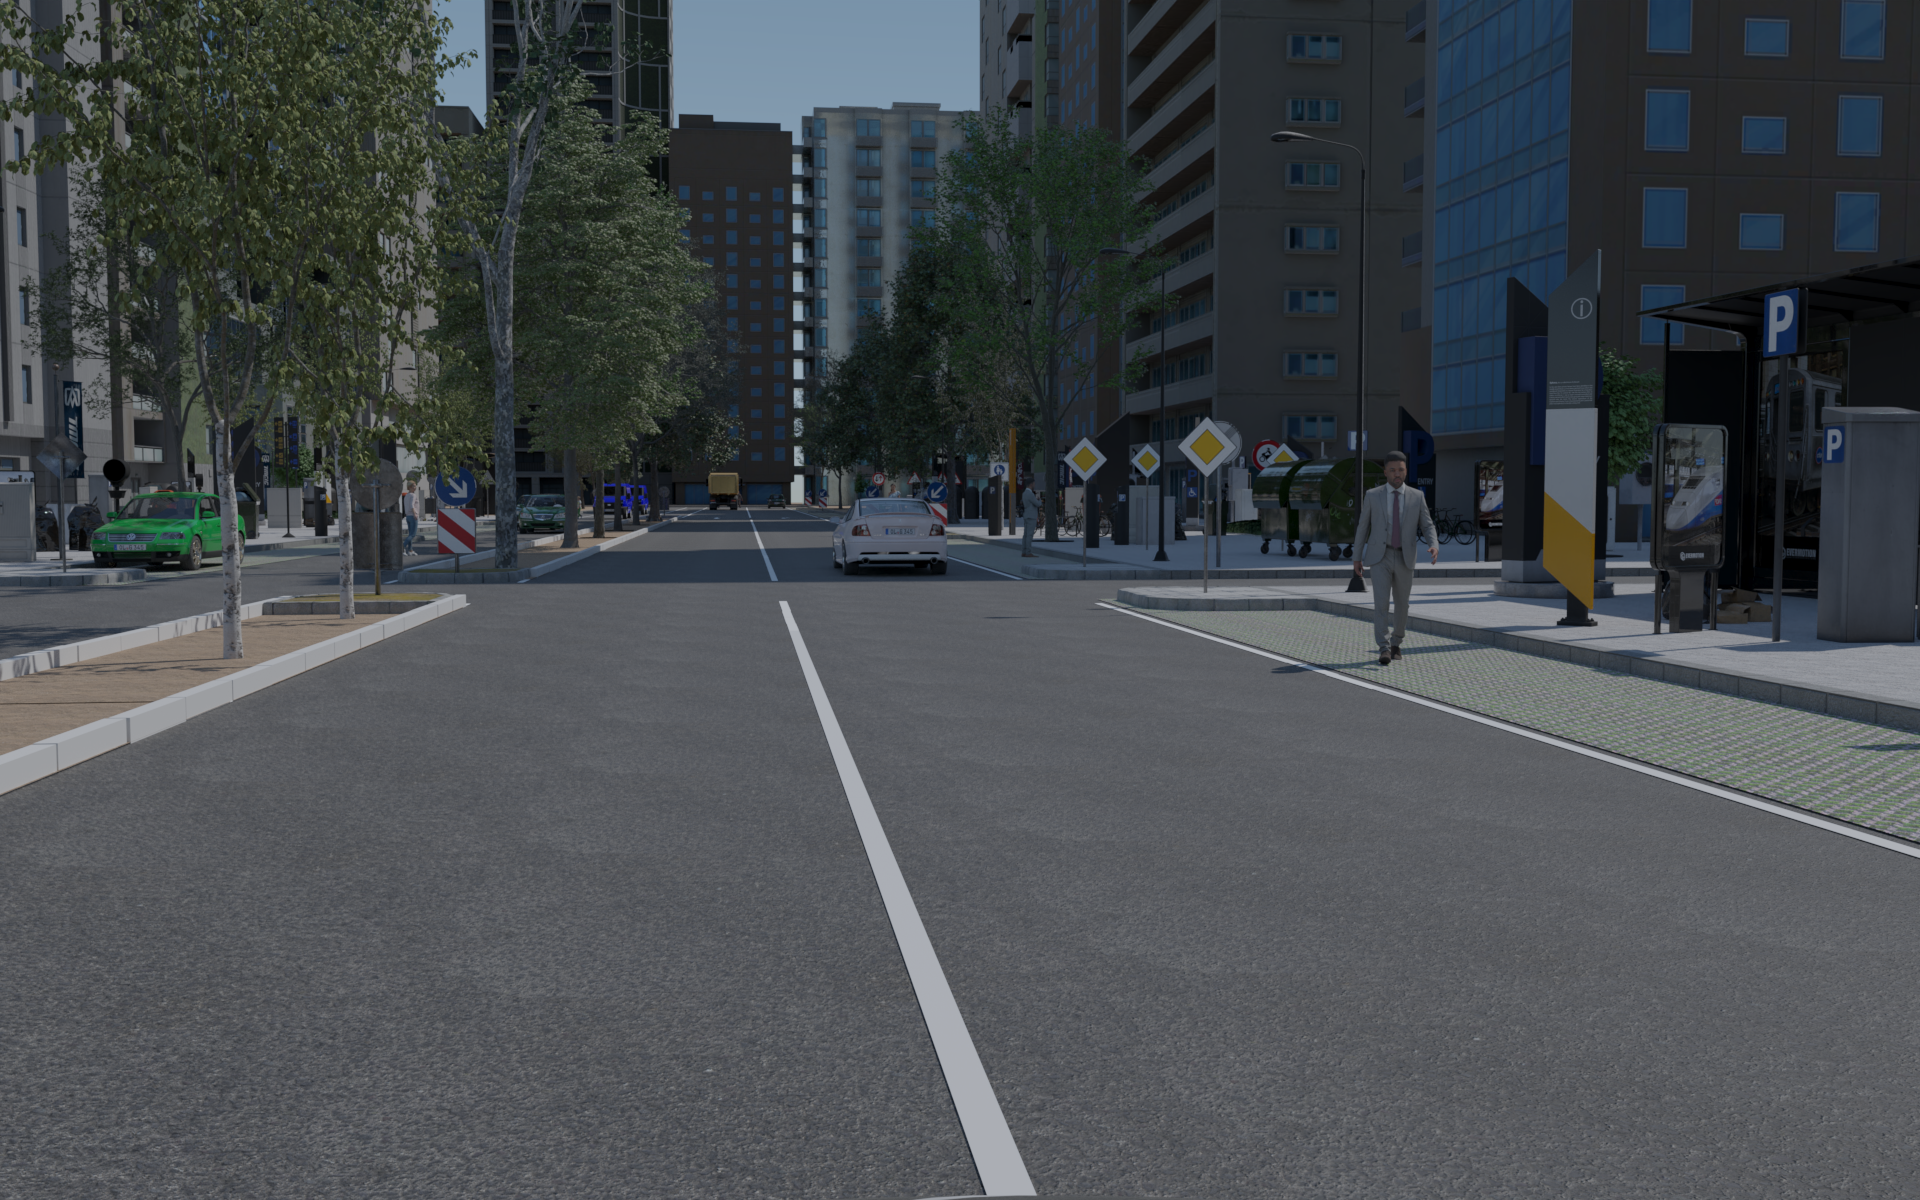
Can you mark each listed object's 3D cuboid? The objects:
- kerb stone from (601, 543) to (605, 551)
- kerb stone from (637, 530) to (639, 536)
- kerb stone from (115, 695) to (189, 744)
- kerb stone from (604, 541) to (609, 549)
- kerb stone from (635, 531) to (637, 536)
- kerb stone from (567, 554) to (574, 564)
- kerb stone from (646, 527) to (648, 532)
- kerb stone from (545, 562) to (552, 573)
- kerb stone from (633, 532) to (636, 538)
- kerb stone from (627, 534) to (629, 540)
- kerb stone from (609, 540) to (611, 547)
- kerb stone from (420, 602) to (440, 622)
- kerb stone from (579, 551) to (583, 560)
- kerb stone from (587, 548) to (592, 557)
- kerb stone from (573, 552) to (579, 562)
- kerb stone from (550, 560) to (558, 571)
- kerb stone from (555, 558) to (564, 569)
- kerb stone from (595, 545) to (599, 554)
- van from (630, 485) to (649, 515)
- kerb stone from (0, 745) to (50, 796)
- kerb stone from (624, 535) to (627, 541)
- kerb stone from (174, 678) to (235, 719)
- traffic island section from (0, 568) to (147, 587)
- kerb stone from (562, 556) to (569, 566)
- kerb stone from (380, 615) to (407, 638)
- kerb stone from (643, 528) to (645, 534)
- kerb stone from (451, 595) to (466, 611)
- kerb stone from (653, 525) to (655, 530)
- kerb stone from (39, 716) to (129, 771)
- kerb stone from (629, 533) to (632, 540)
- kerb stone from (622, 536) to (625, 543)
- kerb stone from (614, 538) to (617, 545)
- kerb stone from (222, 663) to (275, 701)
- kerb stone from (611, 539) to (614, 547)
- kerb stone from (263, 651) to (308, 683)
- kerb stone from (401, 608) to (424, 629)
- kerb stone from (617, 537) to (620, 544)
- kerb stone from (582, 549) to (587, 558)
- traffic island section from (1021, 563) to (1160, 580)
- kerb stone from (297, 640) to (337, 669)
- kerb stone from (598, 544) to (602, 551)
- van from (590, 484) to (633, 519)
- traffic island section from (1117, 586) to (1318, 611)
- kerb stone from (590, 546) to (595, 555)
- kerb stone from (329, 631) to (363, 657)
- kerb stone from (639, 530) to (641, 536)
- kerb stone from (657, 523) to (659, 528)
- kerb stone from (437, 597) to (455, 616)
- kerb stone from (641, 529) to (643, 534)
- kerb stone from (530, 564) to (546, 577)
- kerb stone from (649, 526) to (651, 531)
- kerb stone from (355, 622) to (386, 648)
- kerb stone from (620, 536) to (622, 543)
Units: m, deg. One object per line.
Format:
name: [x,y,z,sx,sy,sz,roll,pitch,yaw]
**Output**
kerb stone: [-9.070,-1.302,43.479,0.120,0.150,1.000,0,4,-7]
kerb stone: [-10.875,-2.174,57.735,0.120,0.150,1.000,0,4,-7]
kerb stone: [-4.881,0.720,10.424,0.120,0.150,1.000,0,4,-7]
kerb stone: [-9.190,-1.364,44.494,0.120,0.150,1.000,0,4,-7]
kerb stone: [-10.742,-2.112,56.721,0.120,0.150,1.000,0,4,-7]
kerb stone: [-8.035,-0.804,35.342,0.120,0.150,1.000,0,4,-7]
kerb stone: [-11.510,-2.484,62.812,0.120,0.150,1.000,0,4,-7]
kerb stone: [-7.533,-0.553,31.280,0.120,0.150,1.000,0,4,-7]
kerb stone: [-10.607,-2.049,55.704,0.120,0.150,1.000,0,4,-7]
kerb stone: [-10.230,-1.863,52.659,0.120,0.150,1.000,0,4,-7]
kerb stone: [-9.325,-1.423,45.517,0.120,0.150,1.000,0,4,-7]
kerb stone: [-6.050,0.162,19.560,0.120,0.150,1.000,0,4,-7]
kerb stone: [-8.296,-0.929,37.377,0.120,0.150,1.000,0,4,-7]
kerb stone: [-8.545,-1.053,39.406,0.120,0.150,1.000,0,4,-7]
kerb stone: [-8.165,-0.865,36.363,0.120,0.150,1.000,0,4,-7]
kerb stone: [-7.653,-0.613,32.296,0.120,0.150,1.000,0,4,-7]
kerb stone: [-7.781,-0.680,33.310,0.120,0.150,1.000,0,4,-7]
kerb stone: [-8.807,-1.177,41.434,0.120,0.150,1.000,0,4,-7]
van: [-22.633,-7.049,119.630,2.240,2.365,5.245,0,4,-7]
kerb stone: [-4.638,0.847,8.394,0.120,0.150,1.000,0,4,-7]
kerb stone: [-10.090,-1.799,51.626,0.120,0.150,1.000,0,4,-7]
kerb stone: [-5.014,0.658,11.437,0.120,0.150,1.000,0,4,-7]
traffic island section: [-14.653,-0.368,28.304,2.009,0.180,2.903,0,4,-7]
kerb stone: [-7.916,-0.742,34.323,0.120,0.150,1.000,0,4,-7]
kerb stone: [-5.784,0.286,17.523,0.120,0.150,1.000,0,4,-7]
kerb stone: [-11.249,-2.359,60.783,0.120,0.150,1.000,0,4,-7]
kerb stone: [-6.302,0.037,21.599,0.120,0.150,1.000,0,4,-7]
kerb stone: [-12.145,-2.795,67.899,0.120,0.150,1.000,0,4,-7]
kerb stone: [-4.767,0.782,9.408,0.120,0.150,1.000,0,4,-7]
kerb stone: [-10.352,-1.925,53.674,0.120,0.150,1.000,0,4,-7]
kerb stone: [-9.969,-1.738,50.607,0.120,0.150,1.000,0,4,-7]
kerb stone: [-9.587,-1.551,47.552,0.120,0.150,1.000,0,4,-7]
kerb stone: [-5.143,0.597,12.451,0.120,0.150,1.000,0,4,-7]
kerb stone: [-9.455,-1.488,46.531,0.120,0.150,1.000,0,4,-7]
kerb stone: [-5.278,0.534,13.464,0.120,0.150,1.000,0,4,-7]
kerb stone: [-5.913,0.226,18.538,0.120,0.150,1.000,0,4,-7]
kerb stone: [-9.712,-1.613,48.566,0.120,0.150,1.000,0,4,-7]
kerb stone: [-8.421,-0.989,38.392,0.120,0.150,1.000,0,4,-7]
traffic island section: [2.205,-0.498,30.421,2.009,0.180,2.903,0,4,-7]
kerb stone: [-5.408,0.472,14.478,0.120,0.150,1.000,0,4,-7]
kerb stone: [-8.937,-1.239,42.457,0.120,0.150,1.000,0,4,-7]
van: [-20.033,-5.843,99.919,2.240,2.365,5.245,0,4,-7]
traffic island section: [3.206,-0.013,22.498,2.009,0.180,2.903,0,4,-7]
kerb stone: [-8.678,-1.115,40.420,0.120,0.150,1.000,0,4,-7]
kerb stone: [-5.538,0.412,15.491,0.120,0.150,1.000,0,4,-7]
kerb stone: [-11.001,-2.236,58.750,0.120,0.150,1.000,0,4,-7]
kerb stone: [-12.535,-2.979,70.947,0.120,0.150,1.000,0,4,-7]
kerb stone: [-6.176,0.099,20.582,0.120,0.150,1.000,0,4,-7]
kerb stone: [-11.121,-2.296,59.765,0.120,0.150,1.000,0,4,-7]
kerb stone: [-7.398,-0.494,30.266,0.120,0.150,1.000,0,4,-7]
kerb stone: [-11.766,-2.609,64.845,0.120,0.150,1.000,0,4,-7]
kerb stone: [-5.663,0.351,16.508,0.120,0.150,1.000,0,4,-7]
kerb stone: [-9.843,-1.674,49.593,0.120,0.150,1.000,0,4,-7]
